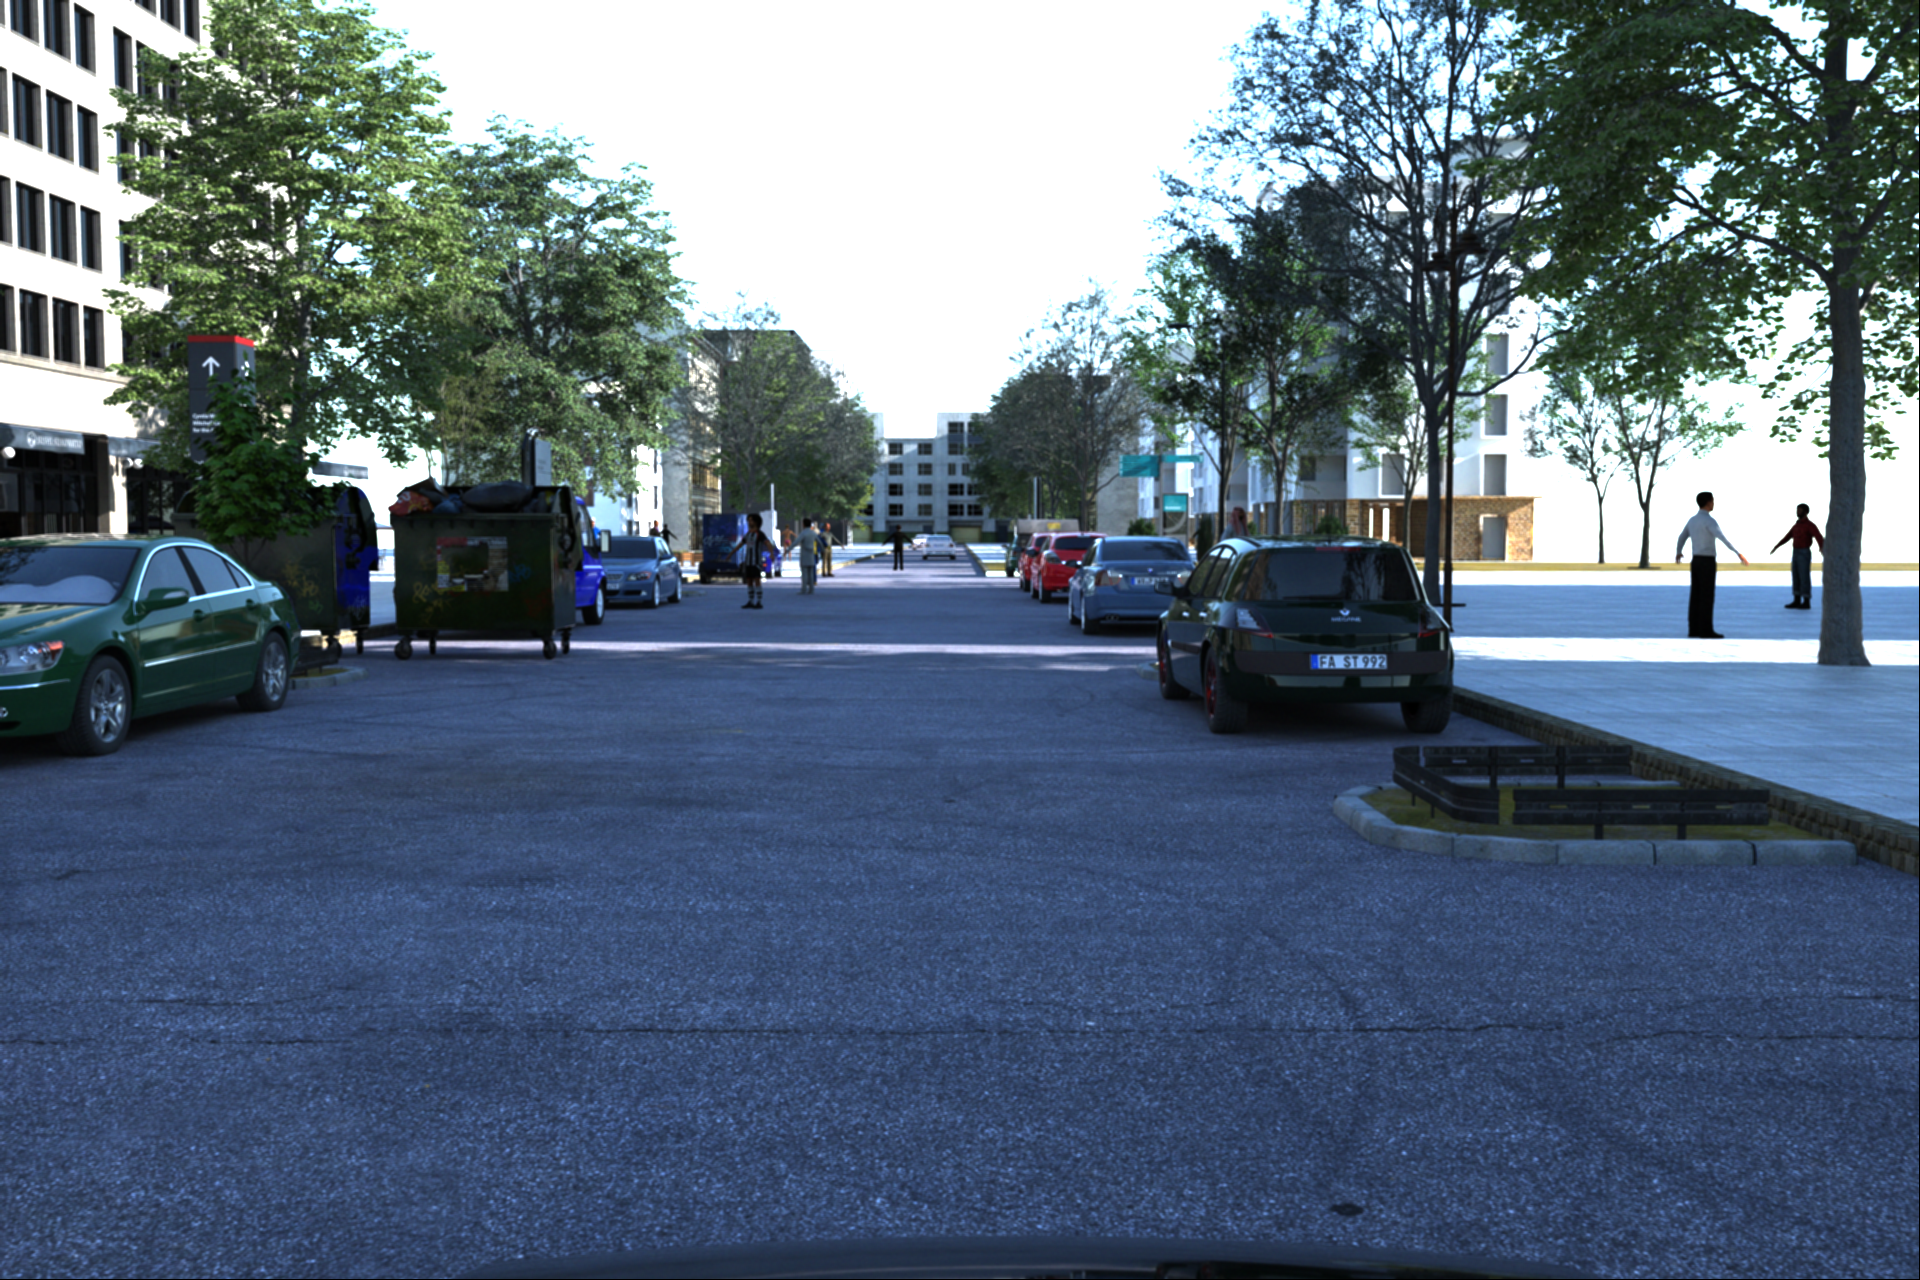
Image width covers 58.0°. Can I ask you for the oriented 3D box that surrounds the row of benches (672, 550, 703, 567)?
[{"bbox_3d":[-10.065,-3.220,68.115,4.104,0.672,1.422,0,4,-6],"label":"row of benches"}]

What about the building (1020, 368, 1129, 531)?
[{"bbox_3d":[21.748,-23.584,229.570,27.936,21.610,32.646,0,4,0],"label":"building"}]

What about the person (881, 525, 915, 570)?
[{"bbox_3d":[-2.446,-3.675,68.730,1.347,1.806,0.705,-1,4,-13],"label":"person"}]

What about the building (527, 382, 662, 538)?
[{"bbox_3d":[-23.314,-10.256,109.825,9.099,9.664,28.070,0,4,0],"label":"building"}]

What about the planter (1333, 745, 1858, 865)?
[{"bbox_3d":[2.904,0.774,8.492,1.991,0.319,1.994,0,4,1],"label":"planter"}]

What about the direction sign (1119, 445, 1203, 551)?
[{"bbox_3d":[6.058,-3.849,51.689,2.525,3.948,1.411,0,3,0],"label":"direction sign"}]

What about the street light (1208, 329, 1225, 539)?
[{"bbox_3d":[6.353,-4.022,38.303,1.470,5.913,1.316,0,4,-1],"label":"street light"}]

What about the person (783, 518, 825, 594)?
[{"bbox_3d":[-3.682,-2.006,41.449,0.705,1.806,1.347,3,5,40],"label":"person"}]

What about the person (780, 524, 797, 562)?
[{"bbox_3d":[-8.070,-4.527,80.815,1.217,1.733,0.721,-1,4,-11],"label":"person"}]

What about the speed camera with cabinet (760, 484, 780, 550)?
[{"bbox_3d":[-7.585,-4.564,68.950,0.660,3.252,2.038,0,4,0],"label":"speed camera with cabinet"}]

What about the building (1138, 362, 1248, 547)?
[{"bbox_3d":[24.427,-20.202,186.723,16.016,20.090,11.380,0,4,0],"label":"building"}]

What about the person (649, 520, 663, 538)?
[{"bbox_3d":[-11.156,-3.514,63.677,0.704,1.802,1.346,1,4,13],"label":"person"}]

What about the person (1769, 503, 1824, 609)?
[{"bbox_3d":[14.395,-1.442,29.679,0.704,1.816,1.345,-1,4,-11],"label":"person"}]

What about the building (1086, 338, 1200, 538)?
[{"bbox_3d":[24.604,-22.763,203.111,19.493,23.208,18.063,0,4,0],"label":"building"}]

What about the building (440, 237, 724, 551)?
[{"bbox_3d":[-29.545,-18.767,137.773,19.493,23.208,18.063,0,4,-1],"label":"building"}]

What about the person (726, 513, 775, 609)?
[{"bbox_3d":[-3.984,-1.511,33.299,1.345,1.843,0.704,3,5,42],"label":"person"}]

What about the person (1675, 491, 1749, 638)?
[{"bbox_3d":[9.223,-0.934,21.421,0.704,1.810,1.344,-1,4,-12],"label":"person"}]

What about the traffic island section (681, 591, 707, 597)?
[{"bbox_3d":[-6.941,-1.058,40.169,1.991,0.108,1.994,0,3,0],"label":"traffic island section"}]

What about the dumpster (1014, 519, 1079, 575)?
[{"bbox_3d":[2.533,-2.573,50.292,1.865,1.857,1.264,0,4,-1],"label":"dumpster"}]

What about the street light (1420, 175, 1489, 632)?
[{"bbox_3d":[6.379,-3.041,22.509,0.468,5.910,1.993,0,3,0],"label":"street light"}]

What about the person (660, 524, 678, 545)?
[{"bbox_3d":[-16.188,-5.468,95.329,1.347,1.837,0.705,1,4,11],"label":"person"}]

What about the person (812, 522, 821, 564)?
[{"bbox_3d":[-6.223,-4.145,73.903,0.705,1.813,1.348,2,4,29],"label":"person"}]

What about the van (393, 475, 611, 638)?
[{"bbox_3d":[-6.600,-1.298,25.613,2.240,2.365,5.245,0,3,0],"label":"van"}]

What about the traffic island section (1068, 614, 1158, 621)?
[{"bbox_3d":[2.852,-0.403,29.455,1.991,0.108,1.994,0,4,0],"label":"traffic island section"}]

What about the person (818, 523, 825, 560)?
[{"bbox_3d":[-6.928,-4.928,86.703,0.704,1.817,1.347,-2,4,-29],"label":"person"}]

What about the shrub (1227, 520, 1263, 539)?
[{"bbox_3d":[11.605,-4.063,70.852,1.690,2.028,1.600,0,3,0],"label":"shrub"}]

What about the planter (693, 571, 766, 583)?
[{"bbox_3d":[-6.909,-1.900,52.208,1.991,0.319,1.994,0,3,0],"label":"planter"}]

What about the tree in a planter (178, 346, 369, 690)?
[{"bbox_3d":[-6.885,-1.190,16.671,1.991,3.239,1.994,0,3,0],"label":"tree in a planter"}]

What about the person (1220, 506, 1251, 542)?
[{"bbox_3d":[5.302,-1.638,32.926,1.347,1.811,0.704,-3,5,-44],"label":"person"}]

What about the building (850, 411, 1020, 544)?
[{"bbox_3d":[-3.559,-23.662,255.790,31.486,18.905,16.747,0,4,-1],"label":"building"}]

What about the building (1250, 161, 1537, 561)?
[{"bbox_3d":[21.180,-14.549,94.297,16.016,20.090,11.380,0,3,0],"label":"building"}]

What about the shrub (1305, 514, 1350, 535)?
[{"bbox_3d":[13.359,-3.590,62.743,1.661,2.075,1.752,0,3,0],"label":"shrub"}]

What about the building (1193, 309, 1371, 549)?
[{"bbox_3d":[24.529,-17.511,142.727,16.016,20.090,11.380,0,3,0],"label":"building"}]

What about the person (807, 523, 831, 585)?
[{"bbox_3d":[-4.200,-2.418,48.459,1.216,1.772,0.721,0,4,4],"label":"person"}]

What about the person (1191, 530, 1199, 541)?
[{"bbox_3d":[13.281,-5.447,95.195,1.346,1.812,0.704,-1,4,-20],"label":"person"}]

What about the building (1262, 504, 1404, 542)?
[{"bbox_3d":[25.133,-15.695,113.030,16.016,20.090,11.380,0,4,0],"label":"building"}]

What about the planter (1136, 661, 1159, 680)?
[{"bbox_3d":[2.817,0.217,17.588,1.991,0.319,1.994,0,4,1],"label":"planter"}]

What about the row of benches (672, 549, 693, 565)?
[{"bbox_3d":[-12.704,-3.477,72.305,4.104,0.672,1.422,3,4,37],"label":"row of benches"}]

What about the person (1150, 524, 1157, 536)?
[{"bbox_3d":[9.509,-4.962,87.094,1.349,1.833,0.705,-3,5,-41],"label":"person"}]

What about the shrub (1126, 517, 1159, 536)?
[{"bbox_3d":[7.338,-4.006,69.925,1.690,2.028,1.600,0,3,0],"label":"shrub"}]

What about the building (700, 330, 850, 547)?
[{"bbox_3d":[-27.027,-21.128,189.413,27.936,21.610,32.646,0,3,0],"label":"building"}]

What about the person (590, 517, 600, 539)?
[{"bbox_3d":[-12.150,-3.142,57.248,1.347,1.842,0.705,-3,4,-37],"label":"person"}]

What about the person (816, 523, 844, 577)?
[{"bbox_3d":[-4.462,-3.031,58.287,1.348,1.796,0.705,-3,5,-44],"label":"person"}]
